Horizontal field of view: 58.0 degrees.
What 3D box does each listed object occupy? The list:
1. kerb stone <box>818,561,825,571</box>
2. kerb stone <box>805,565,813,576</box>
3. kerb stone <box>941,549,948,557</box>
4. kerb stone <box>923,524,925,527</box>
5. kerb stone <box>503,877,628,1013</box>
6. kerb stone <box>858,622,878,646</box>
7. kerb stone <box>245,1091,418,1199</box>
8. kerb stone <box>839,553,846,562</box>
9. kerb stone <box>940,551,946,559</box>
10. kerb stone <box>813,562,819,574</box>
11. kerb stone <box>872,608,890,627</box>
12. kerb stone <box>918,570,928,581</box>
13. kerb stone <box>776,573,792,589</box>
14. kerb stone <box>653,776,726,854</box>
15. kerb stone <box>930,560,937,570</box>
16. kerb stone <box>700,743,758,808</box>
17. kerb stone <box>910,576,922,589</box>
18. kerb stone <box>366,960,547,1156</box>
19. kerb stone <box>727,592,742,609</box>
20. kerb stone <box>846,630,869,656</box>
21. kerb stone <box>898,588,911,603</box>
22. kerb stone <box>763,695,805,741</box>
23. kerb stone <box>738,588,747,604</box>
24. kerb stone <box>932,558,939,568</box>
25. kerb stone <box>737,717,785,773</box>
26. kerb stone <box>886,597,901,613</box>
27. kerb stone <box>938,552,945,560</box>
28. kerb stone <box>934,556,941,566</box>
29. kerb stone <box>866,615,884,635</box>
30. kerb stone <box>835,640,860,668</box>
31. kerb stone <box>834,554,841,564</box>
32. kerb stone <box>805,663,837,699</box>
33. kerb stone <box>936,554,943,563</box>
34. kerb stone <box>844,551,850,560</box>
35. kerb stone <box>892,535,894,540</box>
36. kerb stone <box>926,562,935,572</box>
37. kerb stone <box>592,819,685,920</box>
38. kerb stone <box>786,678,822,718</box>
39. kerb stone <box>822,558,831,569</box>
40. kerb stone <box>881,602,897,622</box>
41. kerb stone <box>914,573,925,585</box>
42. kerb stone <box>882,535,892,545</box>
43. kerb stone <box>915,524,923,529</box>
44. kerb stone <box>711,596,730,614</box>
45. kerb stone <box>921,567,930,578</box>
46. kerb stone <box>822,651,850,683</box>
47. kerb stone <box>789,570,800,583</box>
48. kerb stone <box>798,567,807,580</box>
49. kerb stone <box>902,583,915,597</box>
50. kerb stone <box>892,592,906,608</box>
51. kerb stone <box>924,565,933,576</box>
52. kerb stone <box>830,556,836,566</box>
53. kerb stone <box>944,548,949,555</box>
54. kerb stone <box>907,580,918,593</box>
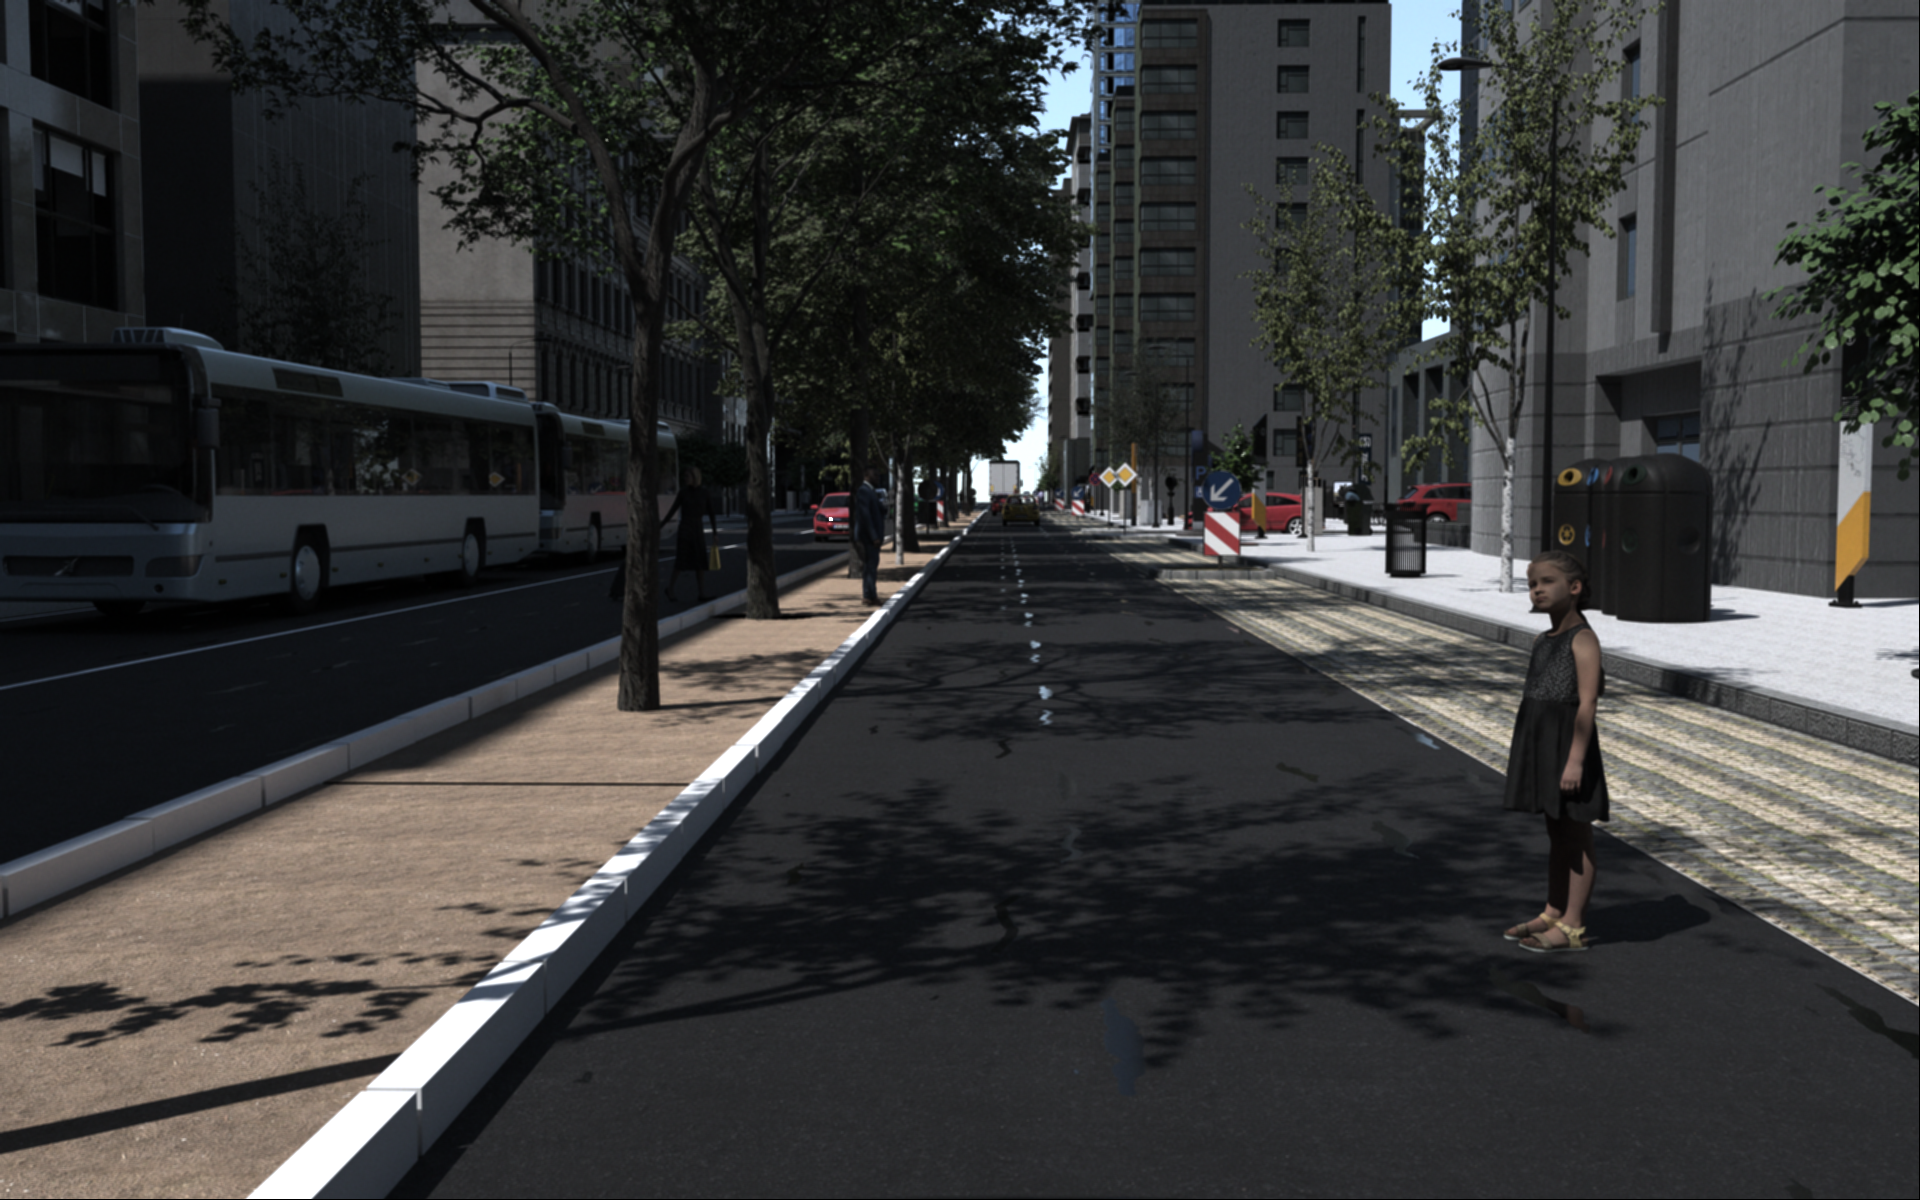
[{"bbox_3d":[-2.645,-0.587,31.984,0.120,0.150,1.000,0,4,1],"label":"kerb stone"},{"bbox_3d":[-2.693,-0.469,29.926,0.120,0.150,1.000,0,4,1],"label":"kerb stone"},{"bbox_3d":[-0.388,-0.967,38.091,0.120,0.150,1.000,0,4,1],"label":"kerb stone"},{"bbox_3d":[-1.665,-3.077,72.509,0.120,0.150,1.000,0,4,1],"label":"kerb stone"},{"bbox_3d":[-1.187,1.035,5.268,0.120,0.150,1.000,0,4,1],"label":"kerb stone"},{"bbox_3d":[-0.905,0.345,16.556,0.120,0.150,1.000,0,4,1],"label":"kerb stone"},{"bbox_3d":[-1.238,1.160,3.224,0.120,0.150,1.000,0,4,1],"label":"kerb stone"},{"bbox_3d":[-2.544,-0.850,36.092,0.120,0.150,1.000,0,4,1],"label":"kerb stone"},{"bbox_3d":[-0.427,-0.907,37.069,0.120,0.150,1.000,0,4,1],"label":"kerb stone"},{"bbox_3d":[-2.672,-0.535,30.953,0.120,0.150,1.000,0,4,1],"label":"kerb stone"},{"bbox_3d":[-0.870,0.219,18.618,0.120,0.150,1.000,0,4,1],"label":"kerb stone"},{"bbox_3d":[-0.638,-0.341,27.835,0.120,0.150,1.000,0,4,1],"label":"kerb stone"},{"bbox_3d":[-2.770,-0.284,26.838,0.120,0.150,1.000,0,4,1],"label":"kerb stone"},{"bbox_3d":[-1.141,0.910,7.317,0.120,0.150,1.000,0,4,1],"label":"kerb stone"},{"bbox_3d":[-0.550,-0.593,31.935,0.120,0.150,1.000,0,4,1],"label":"kerb stone"},{"bbox_3d":[-1.117,0.850,8.349,0.120,0.150,1.000,0,4,1],"label":"kerb stone"},{"bbox_3d":[-0.692,-0.219,25.783,0.120,0.150,1.000,0,4,1],"label":"kerb stone"},{"bbox_3d":[-1.211,1.098,4.246,0.120,0.150,1.000,0,4,1],"label":"kerb stone"},{"bbox_3d":[-2.899,0.030,21.720,0.120,0.150,1.000,0,4,1],"label":"kerb stone"},{"bbox_3d":[-0.937,0.408,15.530,0.120,0.150,1.000,0,4,1],"label":"kerb stone"},{"bbox_3d":[-0.769,-0.026,22.706,0.120,0.150,1.000,0,4,1],"label":"kerb stone"},{"bbox_3d":[-1.065,0.721,10.399,0.120,0.150,1.000,0,4,1],"label":"kerb stone"},{"bbox_3d":[-2.868,-0.033,22.742,0.120,0.150,1.000,0,4,1],"label":"kerb stone"},{"bbox_3d":[-0.518,-0.659,32.965,0.120,0.150,1.000,0,4,1],"label":"kerb stone"},{"bbox_3d":[-1.083,0.784,9.377,0.120,0.150,1.000,0,4,1],"label":"kerb stone"},{"bbox_3d":[-0.820,0.094,20.662,0.120,0.150,1.000,0,4,1],"label":"kerb stone"},{"bbox_3d":[-0.446,-0.847,36.047,0.120,0.150,1.000,0,4,1],"label":"kerb stone"},{"bbox_3d":[-0.492,-0.720,33.995,0.120,0.150,1.000,0,4,1],"label":"kerb stone"},{"bbox_3d":[-0.889,0.289,17.581,0.120,0.150,1.000,0,4,1],"label":"kerb stone"},{"bbox_3d":[-0.959,0.471,14.501,0.120,0.150,1.000,0,4,1],"label":"kerb stone"},{"bbox_3d":[-2.568,-0.784,35.070,0.120,0.150,1.000,0,4,1],"label":"kerb stone"},{"bbox_3d":[-1.014,0.596,12.447,0.120,0.150,1.000,0,4,1],"label":"kerb stone"},{"bbox_3d":[-0.463,-0.784,35.021,0.120,0.150,1.000,0,4,1],"label":"kerb stone"},{"bbox_3d":[-2.518,-0.912,37.114,0.120,0.150,1.000,0,4,1],"label":"kerb stone"},{"bbox_3d":[-2.149,-1.853,52.487,0.120,0.150,1.000,0,4,1],"label":"kerb stone"},{"bbox_3d":[-0.565,-0.533,30.913,0.120,0.150,1.000,0,4,1],"label":"kerb stone"},{"bbox_3d":[-1.162,0.973,6.292,0.120,0.150,1.000,0,4,1],"label":"kerb stone"},{"bbox_3d":[-1.043,0.659,11.424,0.120,0.150,1.000,0,4,1],"label":"kerb stone"},{"bbox_3d":[-2.620,-0.662,33.014,0.120,0.150,1.000,0,4,1],"label":"kerb stone"},{"bbox_3d":[-0.835,0.160,19.640,0.120,0.150,1.000,0,4,1],"label":"kerb stone"},{"bbox_3d":[-0.670,-0.282,26.813,0.120,0.150,1.000,0,4,1],"label":"kerb stone"},{"bbox_3d":[-2.174,-1.790,51.463,0.120,0.150,1.000,0,4,1],"label":"kerb stone"},{"bbox_3d":[-1.693,-3.014,71.476,0.120,0.150,1.000,0,4,1],"label":"kerb stone"},{"bbox_3d":[-2.915,0.092,20.696,0.120,0.150,1.000,0,4,1],"label":"kerb stone"},{"bbox_3d":[-0.616,-0.404,28.857,0.120,0.150,1.000,0,4,1],"label":"kerb stone"},{"bbox_3d":[-0.981,0.534,13.472,0.120,0.150,1.000,0,4,1],"label":"kerb stone"},{"bbox_3d":[-2.740,-0.347,27.875,0.120,0.150,1.000,0,4,1],"label":"kerb stone"},{"bbox_3d":[-2.709,-0.410,28.897,0.120,0.150,1.000,0,4,1],"label":"kerb stone"},{"bbox_3d":[-0.739,-0.093,23.730,0.120,0.150,1.000,0,4,1],"label":"kerb stone"},{"bbox_3d":[-0.793,0.032,21.684,0.120,0.150,1.000,0,4,1],"label":"kerb stone"},{"bbox_3d":[-0.589,-0.470,29.885,0.120,0.150,1.000,0,4,1],"label":"kerb stone"},{"bbox_3d":[-2.596,-0.721,34.036,0.120,0.150,1.000,0,4,1],"label":"kerb stone"},{"bbox_3d":[-0.375,-1.032,39.113,0.120,0.150,1.000,0,4,1],"label":"kerb stone"},{"bbox_3d":[-0.714,-0.154,24.757,0.120,0.150,1.000,0,4,1],"label":"kerb stone"}]
